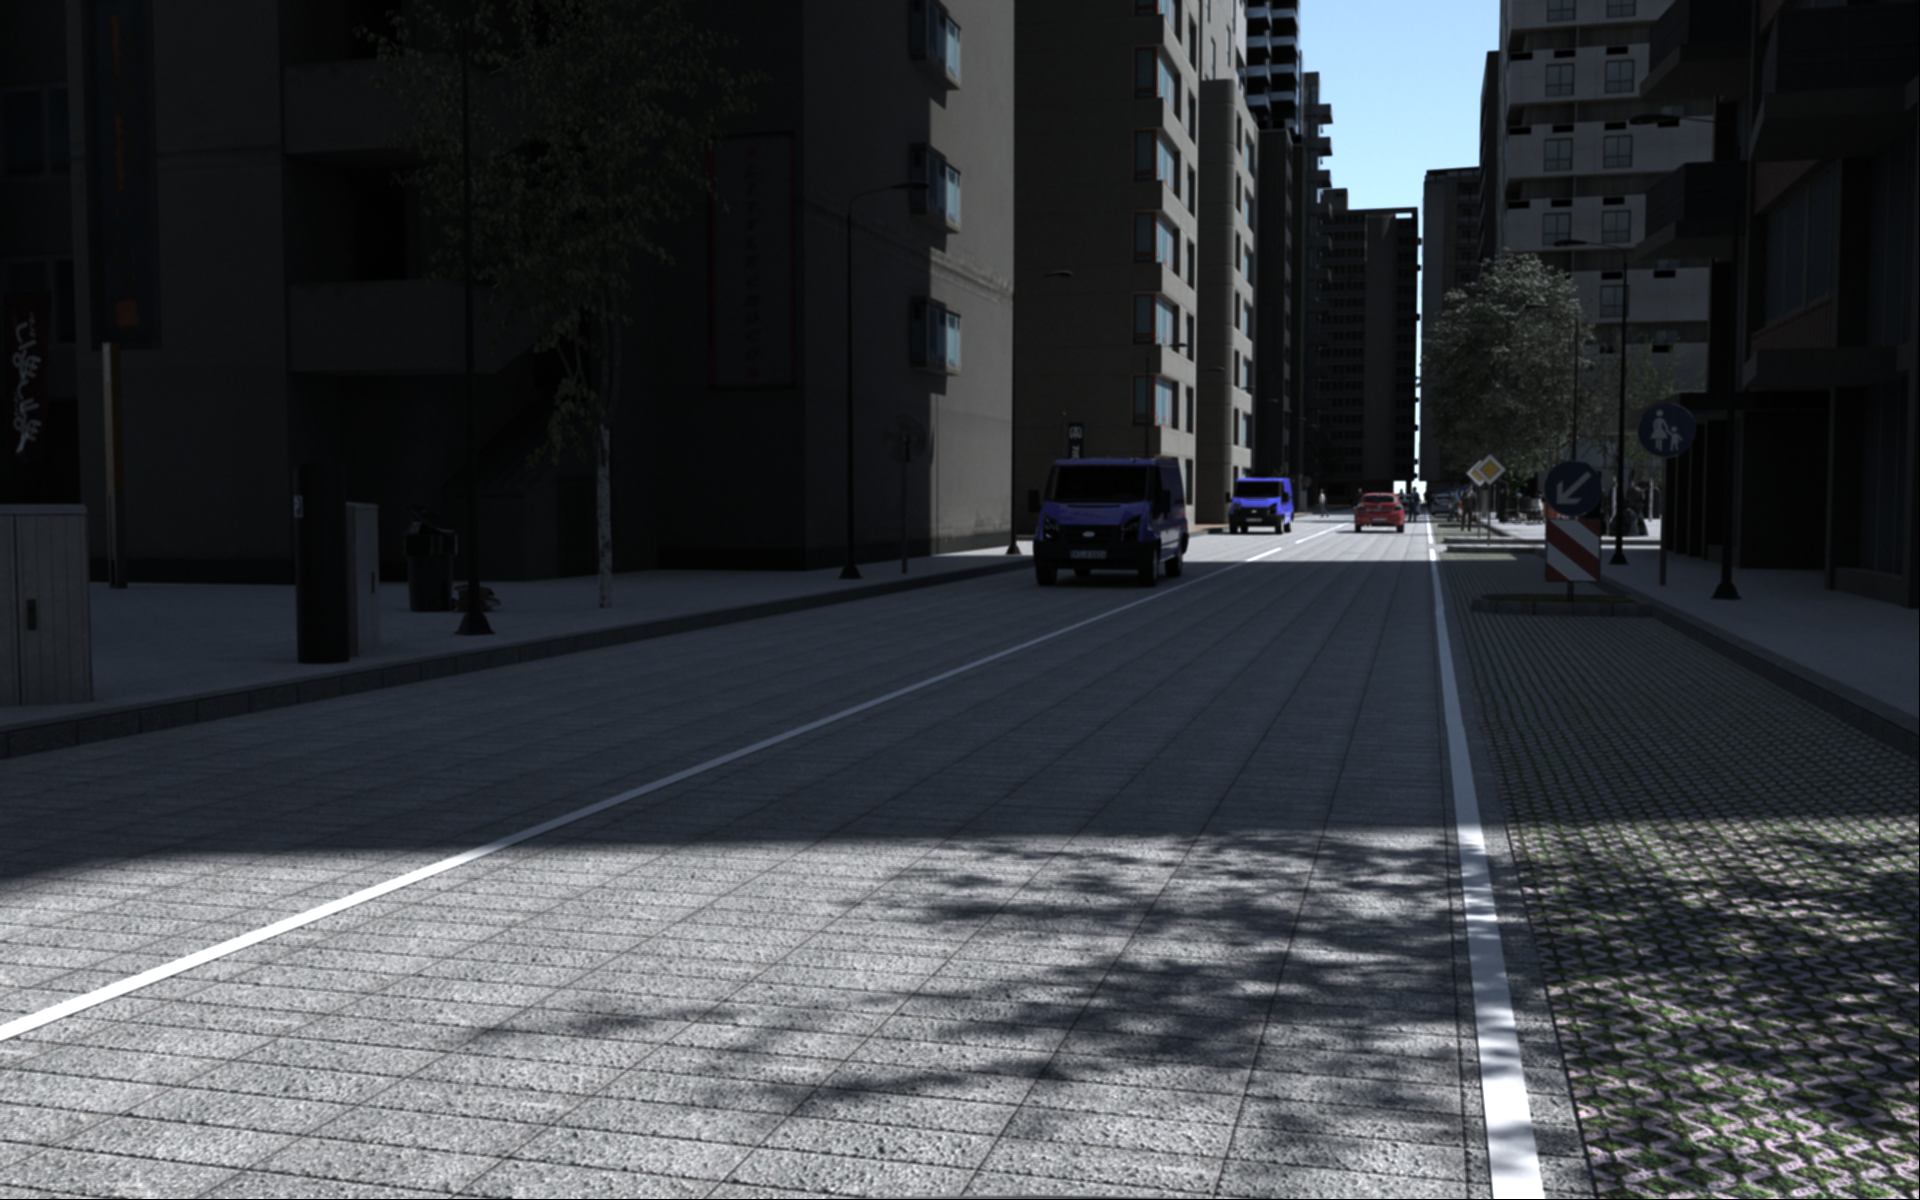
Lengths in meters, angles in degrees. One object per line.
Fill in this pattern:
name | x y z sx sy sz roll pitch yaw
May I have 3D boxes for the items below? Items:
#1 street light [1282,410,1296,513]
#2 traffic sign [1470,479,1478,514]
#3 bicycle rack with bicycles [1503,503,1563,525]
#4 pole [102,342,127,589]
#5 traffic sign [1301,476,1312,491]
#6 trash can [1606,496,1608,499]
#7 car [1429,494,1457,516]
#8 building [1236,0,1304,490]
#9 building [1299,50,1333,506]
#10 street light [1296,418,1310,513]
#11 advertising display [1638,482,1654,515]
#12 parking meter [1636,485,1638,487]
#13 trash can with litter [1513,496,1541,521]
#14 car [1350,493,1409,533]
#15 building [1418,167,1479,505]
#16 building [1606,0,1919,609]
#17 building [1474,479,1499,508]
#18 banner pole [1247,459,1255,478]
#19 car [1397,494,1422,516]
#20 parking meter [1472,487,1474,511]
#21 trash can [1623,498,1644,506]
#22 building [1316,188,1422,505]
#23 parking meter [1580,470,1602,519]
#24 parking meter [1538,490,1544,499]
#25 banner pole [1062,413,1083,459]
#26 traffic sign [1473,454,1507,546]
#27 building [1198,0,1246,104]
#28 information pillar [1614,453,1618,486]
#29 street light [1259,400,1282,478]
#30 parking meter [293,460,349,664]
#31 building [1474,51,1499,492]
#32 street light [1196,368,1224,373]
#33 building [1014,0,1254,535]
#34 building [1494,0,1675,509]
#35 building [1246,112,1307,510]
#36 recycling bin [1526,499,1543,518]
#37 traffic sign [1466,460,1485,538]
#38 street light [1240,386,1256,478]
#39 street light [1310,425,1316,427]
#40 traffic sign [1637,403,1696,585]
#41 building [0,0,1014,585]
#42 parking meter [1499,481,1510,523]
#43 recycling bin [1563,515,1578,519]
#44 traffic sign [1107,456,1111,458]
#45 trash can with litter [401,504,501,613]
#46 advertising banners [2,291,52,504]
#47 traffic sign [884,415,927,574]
street light | 17.676 -7.566 96.243 1.470 5.913 1.316 1 4 15
traffic sign | 33.594 -6.885 112.679 0.768 2.556 0.104 1 4 19
bicycle rack with bicycles | 24.311 -3.628 72.693 2.925 0.926 2.852 -1 4 -15
pole | -11.434 -1.809 23.426 0.158 3.312 0.155 0 3 0
traffic sign | 24.495 -7.493 122.613 0.768 2.556 0.104 1 4 22
trash can | 40.258 -5.839 107.115 0.748 1.137 0.748 0 3 0
car | 32.296 -6.322 115.372 2.014 1.417 4.499 1 4 14
building | 20.606 -51.634 156.889 22.319 86.520 31.000 1 4 15
building | 25.003 -34.913 190.428 30.456 49.044 23.786 1 4 15
street light | 20.550 -8.200 106.605 1.470 5.913 1.316 1 4 15
advertising display | 36.548 -5.328 92.334 0.123 1.923 0.974 -2 4 -27
parking meter | 43.941 -6.507 112.107 0.399 1.863 0.255 0 4 0
trash can with litter | 27.862 -4.460 83.981 2.233 1.210 1.678 0 4 6
car | 15.835 -3.447 65.396 2.155 1.783 4.494 1 4 13
building | 63.018 -32.191 209.922 14.086 41.232 14.154 1 4 15
building | 22.055 -22.565 23.555 22.147 44.769 28.867 1 4 15
building | 58.824 -44.090 159.131 20.563 71.187 20.611 1 4 15
banner pole | 20.806 -8.203 124.140 0.863 3.779 0.401 1 4 16
car | 29.973 -6.376 116.254 2.014 1.417 4.499 1 4 16
parking meter | 35.656 -7.045 120.901 0.399 1.863 0.255 -1 4 -14
trash can | 22.653 -2.860 58.410 0.748 1.137 0.748 0 3 0
building | 46.867 -32.498 223.224 23.993 40.220 32.217 1 4 15
parking meter | 13.782 -1.964 37.825 0.399 1.863 0.255 -1 4 -9
parking meter | 36.696 -6.177 109.403 0.372 1.533 0.369 0 3 0
banner pole | 3.409 -3.874 53.357 0.863 3.779 0.401 -1 4 -9
traffic sign | 13.101 -2.399 42.874 0.795 2.450 0.064 1 4 15
building | 3.629 -31.880 110.473 28.713 52.752 27.495 1 4 15
information pillar | 37.415 -6.558 98.573 0.183 3.616 0.504 -2 4 -28
street light | 14.944 -6.917 85.637 1.470 5.913 1.316 1 4 15
parking meter | -4.870 -0.293 13.207 0.372 1.533 0.369 0 3 0
building | 65.146 -34.021 179.940 21.300 48.544 21.600 1 4 15
street light | 9.019 -5.590 63.943 1.470 5.913 1.316 1 4 15
building | -3.406 -13.797 70.621 27.650 21.520 28.899 1 4 15
building | 56.334 -33.382 135.041 28.713 52.752 27.495 1 4 15
building | 19.280 -22.217 134.956 14.160 30.474 14.107 1 4 15
recycling bin | 30.876 -4.925 93.081 0.722 1.027 0.722 3 4 37
traffic sign | 15.169 -2.871 50.588 0.795 2.450 0.064 1 4 15
street light | 12.031 -6.268 75.029 1.470 5.913 1.316 1 4 15
street light | 23.299 -8.839 117.066 1.470 5.913 1.316 1 4 15
traffic sign | 9.885 -1.479 24.290 0.768 2.556 0.104 1 4 21
building | -11.572 -25.105 34.171 21.600 48.544 21.300 1 4 15
parking meter | 24.493 -4.417 77.923 0.255 1.863 0.399 -3 4 -36
recycling bin | 23.650 -3.304 66.566 0.722 1.027 0.722 0 4 -1
traffic sign | 3.886 -2.551 45.356 0.795 2.450 0.064 1 4 15
trash can with litter | -5.568 -0.466 18.999 1.055 1.170 0.624 1 4 10
advertising banners | -8.804 -1.167 15.274 2.074 3.025 0.090 1 4 17
traffic sign | -0.898 -1.701 27.910 0.768 2.556 0.104 1 4 23
